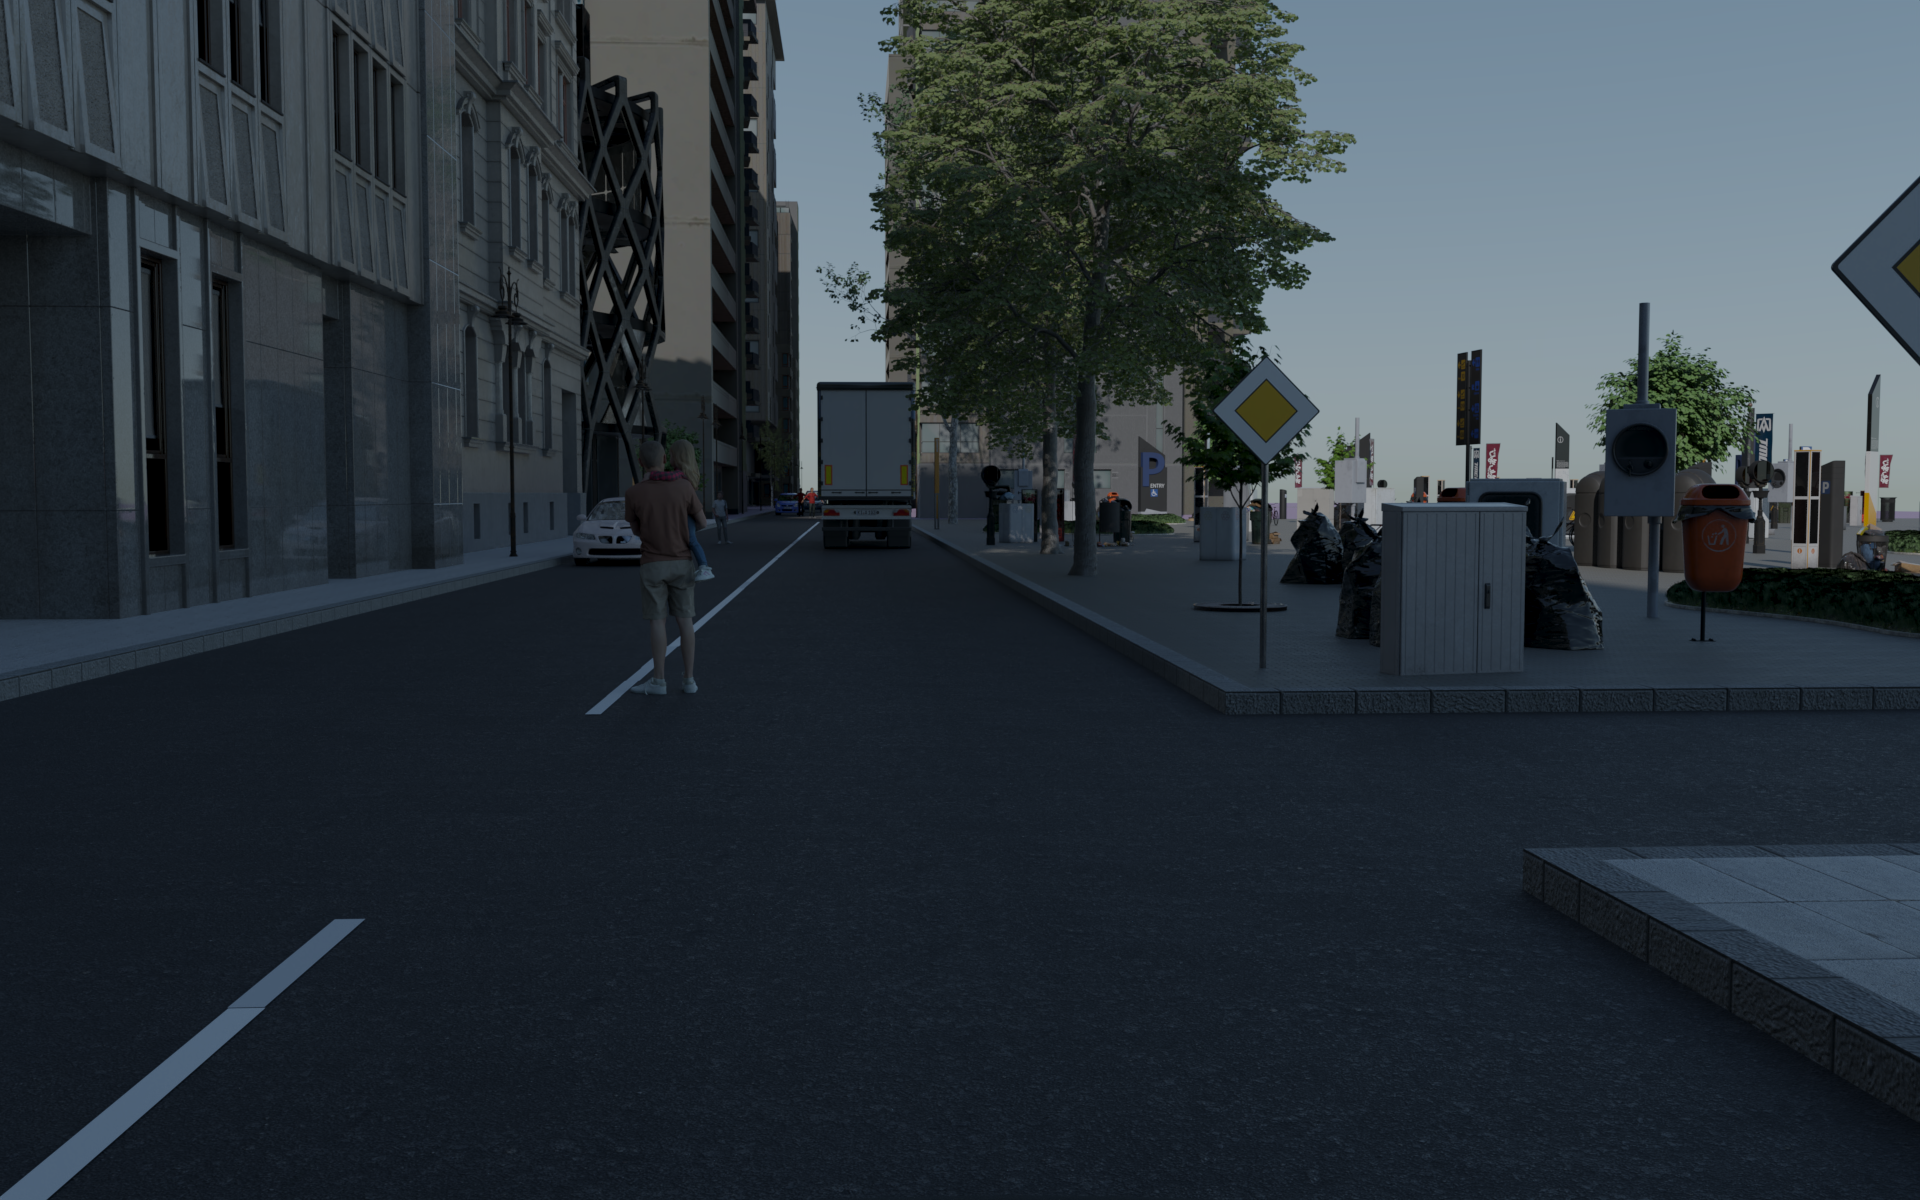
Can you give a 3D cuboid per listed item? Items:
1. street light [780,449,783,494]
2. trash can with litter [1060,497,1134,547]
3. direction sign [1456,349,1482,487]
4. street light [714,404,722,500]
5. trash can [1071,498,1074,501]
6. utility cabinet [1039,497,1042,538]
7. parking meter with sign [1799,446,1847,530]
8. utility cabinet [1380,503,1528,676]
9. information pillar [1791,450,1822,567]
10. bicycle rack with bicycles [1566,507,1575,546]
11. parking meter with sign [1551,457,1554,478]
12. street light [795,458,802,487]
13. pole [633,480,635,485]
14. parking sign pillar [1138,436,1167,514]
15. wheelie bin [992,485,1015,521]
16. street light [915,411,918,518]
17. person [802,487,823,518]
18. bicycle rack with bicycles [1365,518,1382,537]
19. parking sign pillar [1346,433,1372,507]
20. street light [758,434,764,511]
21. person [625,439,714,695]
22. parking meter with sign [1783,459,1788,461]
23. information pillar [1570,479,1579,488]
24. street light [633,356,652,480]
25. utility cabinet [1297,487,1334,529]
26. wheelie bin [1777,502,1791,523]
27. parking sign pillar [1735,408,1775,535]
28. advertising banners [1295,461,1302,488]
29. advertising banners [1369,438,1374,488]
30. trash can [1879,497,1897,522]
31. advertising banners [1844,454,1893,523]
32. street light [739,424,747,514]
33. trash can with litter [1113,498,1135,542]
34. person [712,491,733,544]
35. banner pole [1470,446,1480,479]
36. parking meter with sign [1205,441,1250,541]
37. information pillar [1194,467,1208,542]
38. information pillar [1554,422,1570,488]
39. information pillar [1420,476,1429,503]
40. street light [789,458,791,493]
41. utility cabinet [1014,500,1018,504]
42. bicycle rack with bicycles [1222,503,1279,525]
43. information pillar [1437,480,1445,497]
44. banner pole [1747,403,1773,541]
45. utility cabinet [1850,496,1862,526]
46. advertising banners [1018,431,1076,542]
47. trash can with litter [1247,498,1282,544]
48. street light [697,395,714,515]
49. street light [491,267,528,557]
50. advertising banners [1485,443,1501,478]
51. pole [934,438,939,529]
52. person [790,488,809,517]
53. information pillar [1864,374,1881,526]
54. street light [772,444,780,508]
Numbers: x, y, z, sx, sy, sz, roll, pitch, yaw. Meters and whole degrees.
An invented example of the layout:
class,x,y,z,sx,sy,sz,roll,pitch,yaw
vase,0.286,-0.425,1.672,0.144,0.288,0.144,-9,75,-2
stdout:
class,x,y,z,sx,sy,sz,roll,pitch,yaw
street light,-17.720,-12.165,171.693,0.468,5.910,1.993,0,4,-4
trash can with litter,3.276,-1.927,42.561,2.233,1.210,1.678,0,4,-4
direction sign,8.079,-2.175,27.560,0.379,3.537,0.876,0,4,-8
street light,-12.460,-7.089,88.688,0.468,5.910,1.993,0,4,-4
trash can,4.593,-3.330,66.093,0.748,1.137,0.748,0,3,0
utility cabinet,2.650,-2.405,50.486,0.306,1.237,1.020,2,4,27
parking meter with sign,31.140,-4.047,62.426,0.543,3.016,1.738,-2,4,-24
utility cabinet,3.551,-0.079,12.458,1.020,1.237,0.306,-1,4,-16
information pillar,14.096,-1.490,28.853,0.304,2.012,0.304,-2,4,-31
bicycle rack with bicycles,16.008,-2.033,46.626,2.852,0.926,2.925,0,4,6
parking meter with sign,27.005,-5.218,81.574,1.738,3.016,0.543,1,4,17
street light,-20.529,-14.992,217.901,0.468,5.910,1.993,0,4,-4
pole,-15.749,-5.508,83.892,0.158,3.312,0.155,0,3,0
parking sign pillar,8.989,-5.648,80.813,1.447,3.967,1.447,-1,4,-14
wheelie bin,1.455,-3.220,60.554,0.980,1.594,0.693,1,4,18
street light,-2.354,-7.435,94.355,0.468,5.910,1.993,0,4,-4
person,-8.869,-5.842,103.947,1.348,1.831,0.705,-1,4,-19
bicycle rack with bicycles,10.371,-1.536,38.499,2.852,0.926,2.925,-3,5,-42
parking sign pillar,17.536,-5.392,76.632,1.447,3.967,1.447,2,4,33
street light,-15.465,-9.884,134.389,0.468,5.910,1.993,0,4,-4
person,-2.080,-0.248,12.523,0.573,1.828,0.580,2,4,26
parking meter with sign,41.516,-5.457,85.478,0.543,3.016,1.738,-2,4,-26
information pillar,30.588,-5.005,86.322,0.304,2.012,0.304,-1,4,-15
street light,-10.629,-5.220,58.131,0.468,5.910,1.993,0,4,-4
utility cabinet,11.385,-2.865,55.522,1.173,1.500,0.318,3,5,42
wheelie bin,36.359,-4.179,76.240,0.980,1.594,0.693,1,4,20
parking sign pillar,25.041,-4.056,54.782,1.447,3.967,1.447,1,4,15
advertising banners,15.536,-4.922,76.661,2.074,3.025,0.090,-2,4,-28
advertising banners,13.350,-3.618,55.344,0.090,3.025,2.074,2,4,29
trash can,42.807,-4.175,79.910,0.748,1.137,0.748,0,3,0
advertising banners,40.239,-4.939,76.948,2.074,3.025,0.090,1,4,23
street light,-14.002,-8.481,111.457,0.468,5.910,1.993,0,4,-4
trash can with litter,4.289,-2.115,45.975,0.624,1.170,1.055,1,4,15
person,-6.824,-2.360,49.687,0.523,1.515,0.503,3,4,38
banner pole,24.505,-5.663,82.613,0.401,3.779,0.863,-2,4,-24
parking meter with sign,7.554,-3.118,47.238,1.738,3.016,0.543,1,4,15
information pillar,6.402,-2.540,46.014,0.304,2.012,0.304,2,4,28
information pillar,19.712,-4.002,56.780,0.504,3.616,0.183,-1,4,-11
information pillar,18.796,-4.011,70.068,0.304,2.012,0.304,0,4,2
street light,-19.210,-13.592,195.017,0.468,5.910,1.993,0,4,-4
utility cabinet,2.970,-4.547,83.018,0.318,1.500,1.173,2,4,28
bicycle rack with bicycles,11.808,-3.558,71.562,2.852,0.926,2.925,0,4,1
information pillar,24.905,-5.212,89.701,0.304,2.012,0.304,-3,5,-44
banner pole,21.811,-3.510,47.401,0.401,3.779,0.863,-3,5,-43
utility cabinet,36.734,-3.659,70.992,0.306,1.237,1.020,3,4,36
advertising banners,2.549,-3.080,46.542,2.074,3.025,0.090,-1,4,-17
trash can with litter,7.781,-2.017,44.357,0.624,1.170,1.055,3,5,39
street light,-11.947,-6.602,80.723,0.468,5.910,1.993,0,4,-4
street light,-9.162,-3.827,35.356,0.468,5.910,1.993,0,4,-4
advertising banners,17.737,-3.908,60.080,2.074,3.025,0.090,3,5,42
pole,-0.842,-4.213,62.728,0.158,3.312,0.155,0,3,0
person,-10.096,-6.201,109.820,1.348,1.831,0.705,0,4,3
information pillar,17.777,-2.594,33.760,0.183,3.616,0.504,3,5,44
street light,-16.824,-11.266,156.978,0.468,5.910,1.993,0,4,-4
